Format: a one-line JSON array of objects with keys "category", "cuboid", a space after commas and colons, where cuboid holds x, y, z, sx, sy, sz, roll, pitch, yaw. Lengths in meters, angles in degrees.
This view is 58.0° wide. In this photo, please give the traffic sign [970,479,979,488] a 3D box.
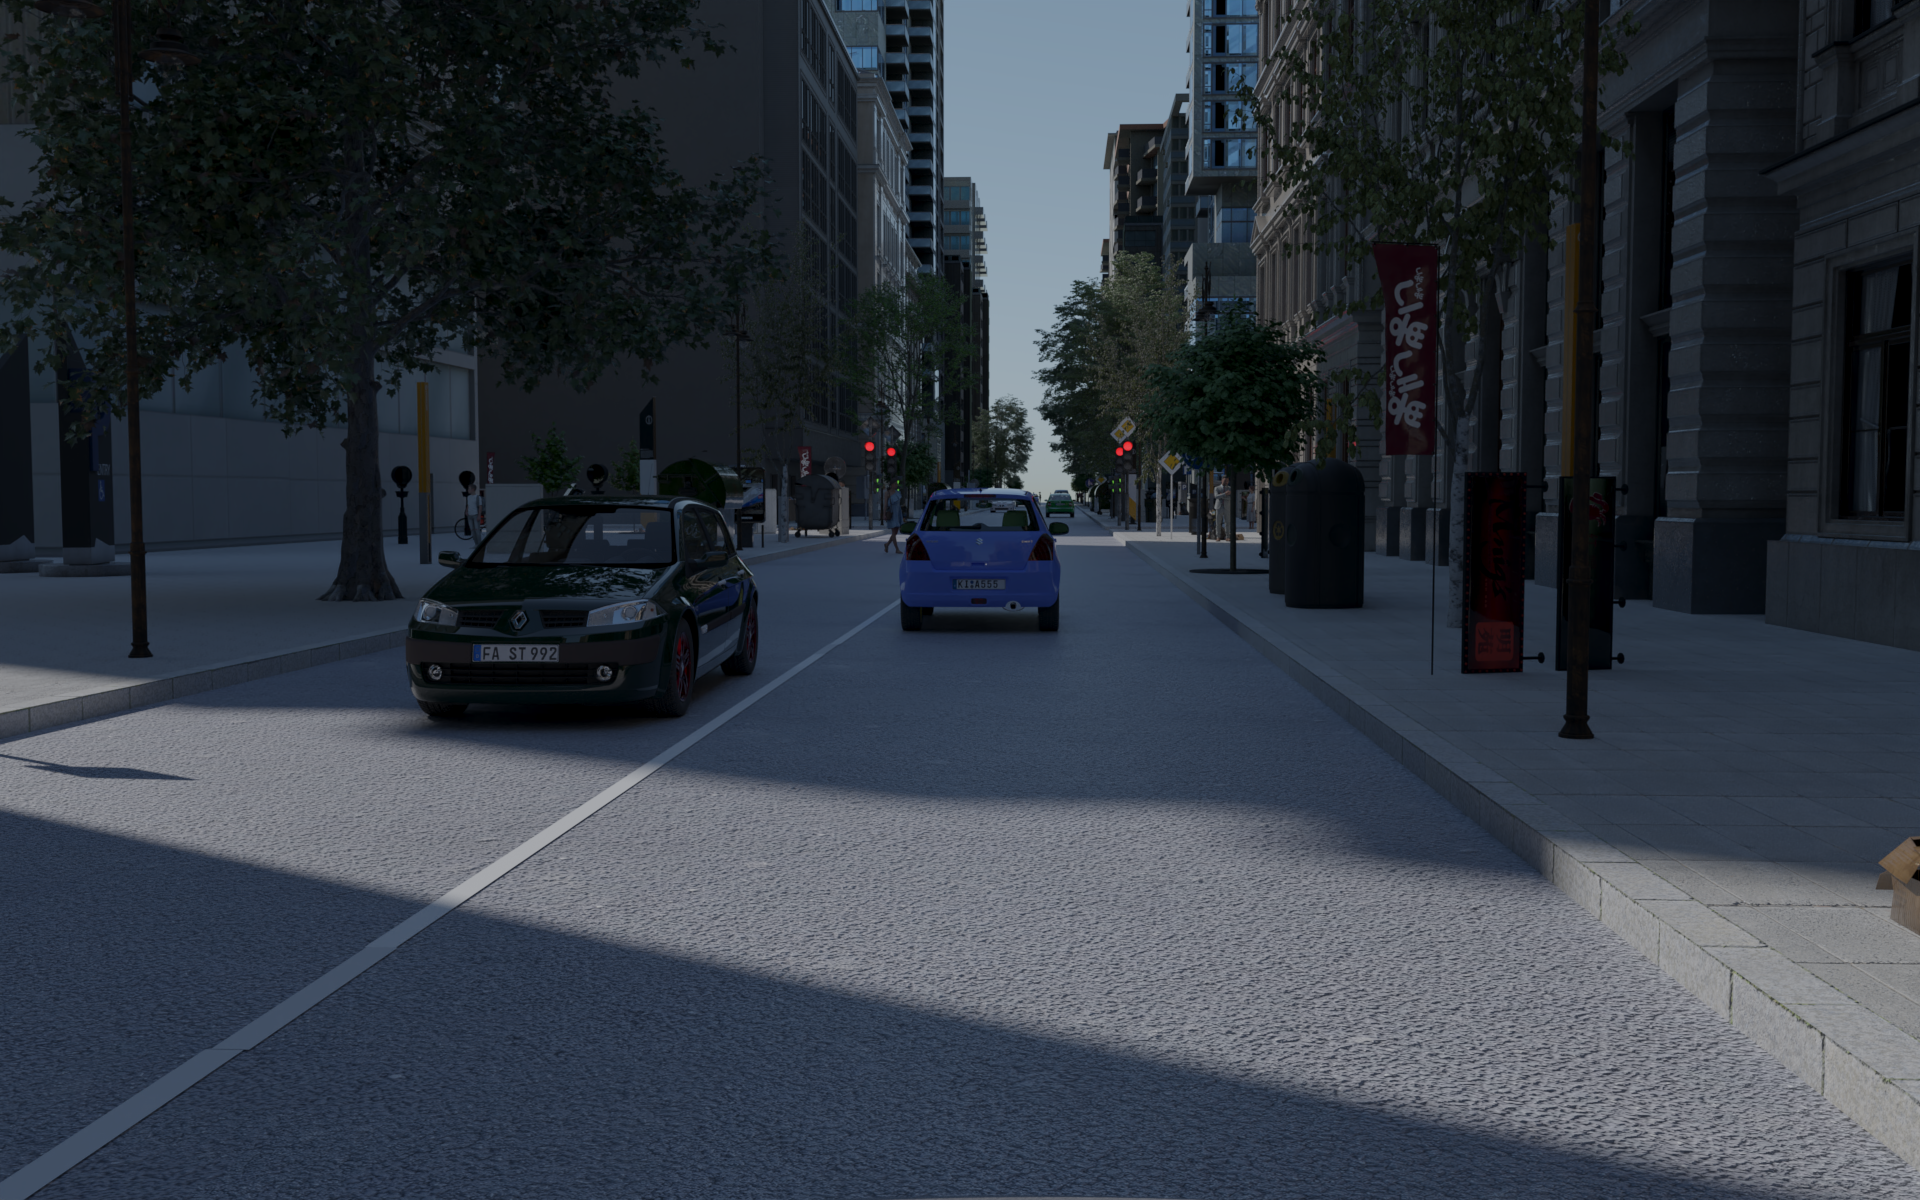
[{"category": "traffic sign", "cuboid": [1.206, -8.836, 144.578, 0.768, 2.556, 0.104, 0, 4, 6]}]

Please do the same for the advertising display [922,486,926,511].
[{"category": "advertising display", "cuboid": [-1.981, -6.649, 113.924, 0.974, 1.923, 0.123, 0, 4, -5]}]

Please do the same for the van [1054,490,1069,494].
[{"category": "van", "cuboid": [9.579, -9.612, 164.173, 2.013, 2.044, 4.112, 0, 4, 2]}]

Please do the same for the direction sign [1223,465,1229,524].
[{"category": "direction sign", "cuboid": [11.508, -5.054, 74.626, 0.379, 3.537, 0.876, 0, 4, -6]}]

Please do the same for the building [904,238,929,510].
[{"category": "building", "cuboid": [-9.659, -17.621, 129.908, 13.314, 21.916, 24.055, 0, 4, 3]}]

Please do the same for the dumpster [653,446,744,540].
[{"category": "dumpster", "cuboid": [-5.280, -1.984, 34.932, 1.502, 2.255, 1.985, 0, 4, 3]}]

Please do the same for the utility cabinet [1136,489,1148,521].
[{"category": "utility cabinet", "cuboid": [8.464, -4.361, 79.975, 1.173, 1.500, 0.318, 0, 4, 3]}]

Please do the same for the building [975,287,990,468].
[{"category": "building", "cuboid": [-3.212, -28.593, 239.189, 14.160, 30.474, 14.107, 0, 4, 3]}]

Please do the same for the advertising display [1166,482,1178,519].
[{"category": "advertising display", "cuboid": [10.984, -5.180, 89.899, 0.123, 1.923, 0.974, -2, 4, -25]}]

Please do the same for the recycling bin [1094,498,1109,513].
[{"category": "recycling bin", "cuboid": [9.507, -6.340, 116.211, 0.722, 1.027, 0.722, -2, 4, -33]}]

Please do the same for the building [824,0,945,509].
[{"category": "building", "cuboid": [-12.246, -51.905, 161.320, 22.319, 86.520, 31.000, 0, 4, 3]}]

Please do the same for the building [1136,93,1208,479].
[{"category": "building", "cuboid": [31.496, -28.659, 160.448, 32.217, 40.220, 23.993, 0, 4, 3]}]

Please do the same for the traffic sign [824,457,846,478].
[{"category": "traffic sign", "cuboid": [-4.242, -3.589, 58.789, 0.768, 2.556, 0.104, 0, 4, 8]}]

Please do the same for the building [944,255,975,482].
[{"category": "building", "cuboid": [-5.912, -26.634, 207.164, 14.160, 30.474, 14.107, 0, 4, 3]}]

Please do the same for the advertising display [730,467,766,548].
[{"category": "advertising display", "cuboid": [-5.137, -2.217, 41.456, 0.974, 1.923, 0.123, 0, 4, 8]}]

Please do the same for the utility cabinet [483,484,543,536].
[{"category": "utility cabinet", "cuboid": [-9.645, -1.765, 37.540, 1.173, 1.500, 0.318, 0, 4, -2]}]

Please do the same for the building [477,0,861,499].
[{"category": "building", "cuboid": [-13.210, -17.818, 84.831, 14.314, 27.812, 24.014, 0, 4, 3]}]

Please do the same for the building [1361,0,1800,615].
[{"category": "building", "cuboid": [13.101, -12.098, 26.685, 11.050, 23.489, 19.941, 0, 4, 3]}]

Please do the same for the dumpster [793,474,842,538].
[{"category": "dumpster", "cuboid": [-4.238, -2.795, 51.459, 1.264, 1.857, 1.865, 0, 4, 3]}]

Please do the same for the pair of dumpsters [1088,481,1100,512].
[{"category": "pair of dumpsters", "cuboid": [10.170, -7.585, 126.513, 1.574, 2.255, 4.437, 0, 4, 3]}]

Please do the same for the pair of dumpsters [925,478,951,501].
[{"category": "pair of dumpsters", "cuboid": [-1.304, -6.237, 104.468, 1.574, 2.255, 4.437, 0, 4, 3]}]

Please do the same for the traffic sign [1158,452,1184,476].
[{"category": "traffic sign", "cuboid": [5.994, -3.006, 48.884, 0.795, 2.593, 0.064, 1, 4, 9]}]

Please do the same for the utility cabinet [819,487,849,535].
[{"category": "utility cabinet", "cuboid": [-3.961, -2.806, 54.554, 0.318, 1.500, 1.173, -3, 5, -41]}]

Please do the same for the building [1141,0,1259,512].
[{"category": "building", "cuboid": [25.461, -49.782, 126.611, 22.319, 86.520, 31.000, 0, 4, 3]}]

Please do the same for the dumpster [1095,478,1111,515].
[{"category": "dumpster", "cuboid": [9.069, -6.375, 106.717, 1.502, 2.255, 1.985, 0, 4, 3]}]

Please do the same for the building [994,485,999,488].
[{"category": "building", "cuboid": [-9.486, -36.515, 288.896, 32.217, 40.220, 23.993, 0, 4, 3]}]

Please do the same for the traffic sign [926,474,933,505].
[{"category": "traffic sign", "cuboid": [-1.915, -6.080, 99.508, 0.768, 2.556, 0.104, 0, 4, 7]}]

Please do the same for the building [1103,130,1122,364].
[{"category": "building", "cuboid": [34.912, -40.138, 245.496, 28.713, 52.752, 27.495, 0, 4, 3]}]

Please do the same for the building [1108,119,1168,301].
[{"category": "building", "cuboid": [29.106, -33.480, 202.026, 22.147, 44.769, 28.867, 0, 4, 3]}]

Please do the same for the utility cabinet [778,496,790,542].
[{"category": "utility cabinet", "cuboid": [-4.773, -2.188, 46.931, 0.306, 1.237, 1.020, 0, 4, -5]}]

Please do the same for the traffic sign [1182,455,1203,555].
[{"category": "traffic sign", "cuboid": [5.065, -2.237, 36.682, 0.768, 2.556, 0.104, 1, 4, 9]}]

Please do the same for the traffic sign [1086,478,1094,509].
[{"category": "traffic sign", "cuboid": [10.616, -8.626, 141.145, 0.768, 2.556, 0.104, 0, 4, 8]}]

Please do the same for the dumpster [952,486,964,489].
[{"category": "dumpster", "cuboid": [-0.079, -7.442, 127.434, 1.264, 1.857, 1.865, 0, 4, 3]}]

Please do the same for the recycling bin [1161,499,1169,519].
[{"category": "recycling bin", "cuboid": [10.518, -4.808, 91.166, 0.722, 1.027, 0.722, -2, 4, -26]}]

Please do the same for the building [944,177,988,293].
[{"category": "building", "cuboid": [-7.237, -39.246, 261.280, 23.786, 49.044, 30.456, 0, 4, 3]}]

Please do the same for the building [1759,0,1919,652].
[{"category": "building", "cuboid": [12.155, -8.724, 7.263, 10.561, 19.102, 19.286, 0, 4, 3]}]

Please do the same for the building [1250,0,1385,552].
[{"category": "building", "cuboid": [14.318, -12.907, 47.184, 11.583, 22.565, 21.152, 0, 4, 3]}]

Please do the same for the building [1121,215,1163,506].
[{"category": "building", "cuboid": [23.931, -25.042, 181.133, 14.160, 30.474, 14.107, 0, 4, 3]}]

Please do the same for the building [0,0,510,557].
[{"category": "building", "cuboid": [-29.458, -28.056, 47.955, 27.495, 52.752, 28.713, 0, 4, 3]}]

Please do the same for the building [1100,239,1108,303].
[{"category": "building", "cuboid": [34.398, -38.763, 288.403, 22.147, 44.769, 28.867, 0, 4, 3]}]

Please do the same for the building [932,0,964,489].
[{"category": "building", "cuboid": [-10.017, -45.863, 188.104, 20.563, 71.187, 20.611, 0, 4, 3]}]

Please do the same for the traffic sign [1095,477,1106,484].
[{"category": "traffic sign", "cuboid": [8.884, -6.675, 108.874, 0.795, 2.593, 0.064, 1, 4, 12]}]

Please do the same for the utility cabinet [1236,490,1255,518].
[{"category": "utility cabinet", "cuboid": [15.393, -5.181, 93.386, 1.173, 1.500, 0.318, -1, 4, -20]}]

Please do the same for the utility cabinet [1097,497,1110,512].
[{"category": "utility cabinet", "cuboid": [10.098, -6.928, 121.951, 1.173, 1.500, 0.318, 2, 4, 33]}]

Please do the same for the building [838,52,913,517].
[{"category": "building", "cuboid": [-10.395, -19.659, 107.336, 13.634, 28.700, 20.117, 0, 4, 3]}]

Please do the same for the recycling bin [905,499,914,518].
[{"category": "recycling bin", "cuboid": [-2.976, -4.929, 93.141, 0.722, 1.027, 0.722, 3, 4, 37]}]

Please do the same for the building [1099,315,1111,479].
[{"category": "building", "cuboid": [28.387, -30.336, 267.701, 14.160, 30.474, 14.107, 0, 4, 3]}]
